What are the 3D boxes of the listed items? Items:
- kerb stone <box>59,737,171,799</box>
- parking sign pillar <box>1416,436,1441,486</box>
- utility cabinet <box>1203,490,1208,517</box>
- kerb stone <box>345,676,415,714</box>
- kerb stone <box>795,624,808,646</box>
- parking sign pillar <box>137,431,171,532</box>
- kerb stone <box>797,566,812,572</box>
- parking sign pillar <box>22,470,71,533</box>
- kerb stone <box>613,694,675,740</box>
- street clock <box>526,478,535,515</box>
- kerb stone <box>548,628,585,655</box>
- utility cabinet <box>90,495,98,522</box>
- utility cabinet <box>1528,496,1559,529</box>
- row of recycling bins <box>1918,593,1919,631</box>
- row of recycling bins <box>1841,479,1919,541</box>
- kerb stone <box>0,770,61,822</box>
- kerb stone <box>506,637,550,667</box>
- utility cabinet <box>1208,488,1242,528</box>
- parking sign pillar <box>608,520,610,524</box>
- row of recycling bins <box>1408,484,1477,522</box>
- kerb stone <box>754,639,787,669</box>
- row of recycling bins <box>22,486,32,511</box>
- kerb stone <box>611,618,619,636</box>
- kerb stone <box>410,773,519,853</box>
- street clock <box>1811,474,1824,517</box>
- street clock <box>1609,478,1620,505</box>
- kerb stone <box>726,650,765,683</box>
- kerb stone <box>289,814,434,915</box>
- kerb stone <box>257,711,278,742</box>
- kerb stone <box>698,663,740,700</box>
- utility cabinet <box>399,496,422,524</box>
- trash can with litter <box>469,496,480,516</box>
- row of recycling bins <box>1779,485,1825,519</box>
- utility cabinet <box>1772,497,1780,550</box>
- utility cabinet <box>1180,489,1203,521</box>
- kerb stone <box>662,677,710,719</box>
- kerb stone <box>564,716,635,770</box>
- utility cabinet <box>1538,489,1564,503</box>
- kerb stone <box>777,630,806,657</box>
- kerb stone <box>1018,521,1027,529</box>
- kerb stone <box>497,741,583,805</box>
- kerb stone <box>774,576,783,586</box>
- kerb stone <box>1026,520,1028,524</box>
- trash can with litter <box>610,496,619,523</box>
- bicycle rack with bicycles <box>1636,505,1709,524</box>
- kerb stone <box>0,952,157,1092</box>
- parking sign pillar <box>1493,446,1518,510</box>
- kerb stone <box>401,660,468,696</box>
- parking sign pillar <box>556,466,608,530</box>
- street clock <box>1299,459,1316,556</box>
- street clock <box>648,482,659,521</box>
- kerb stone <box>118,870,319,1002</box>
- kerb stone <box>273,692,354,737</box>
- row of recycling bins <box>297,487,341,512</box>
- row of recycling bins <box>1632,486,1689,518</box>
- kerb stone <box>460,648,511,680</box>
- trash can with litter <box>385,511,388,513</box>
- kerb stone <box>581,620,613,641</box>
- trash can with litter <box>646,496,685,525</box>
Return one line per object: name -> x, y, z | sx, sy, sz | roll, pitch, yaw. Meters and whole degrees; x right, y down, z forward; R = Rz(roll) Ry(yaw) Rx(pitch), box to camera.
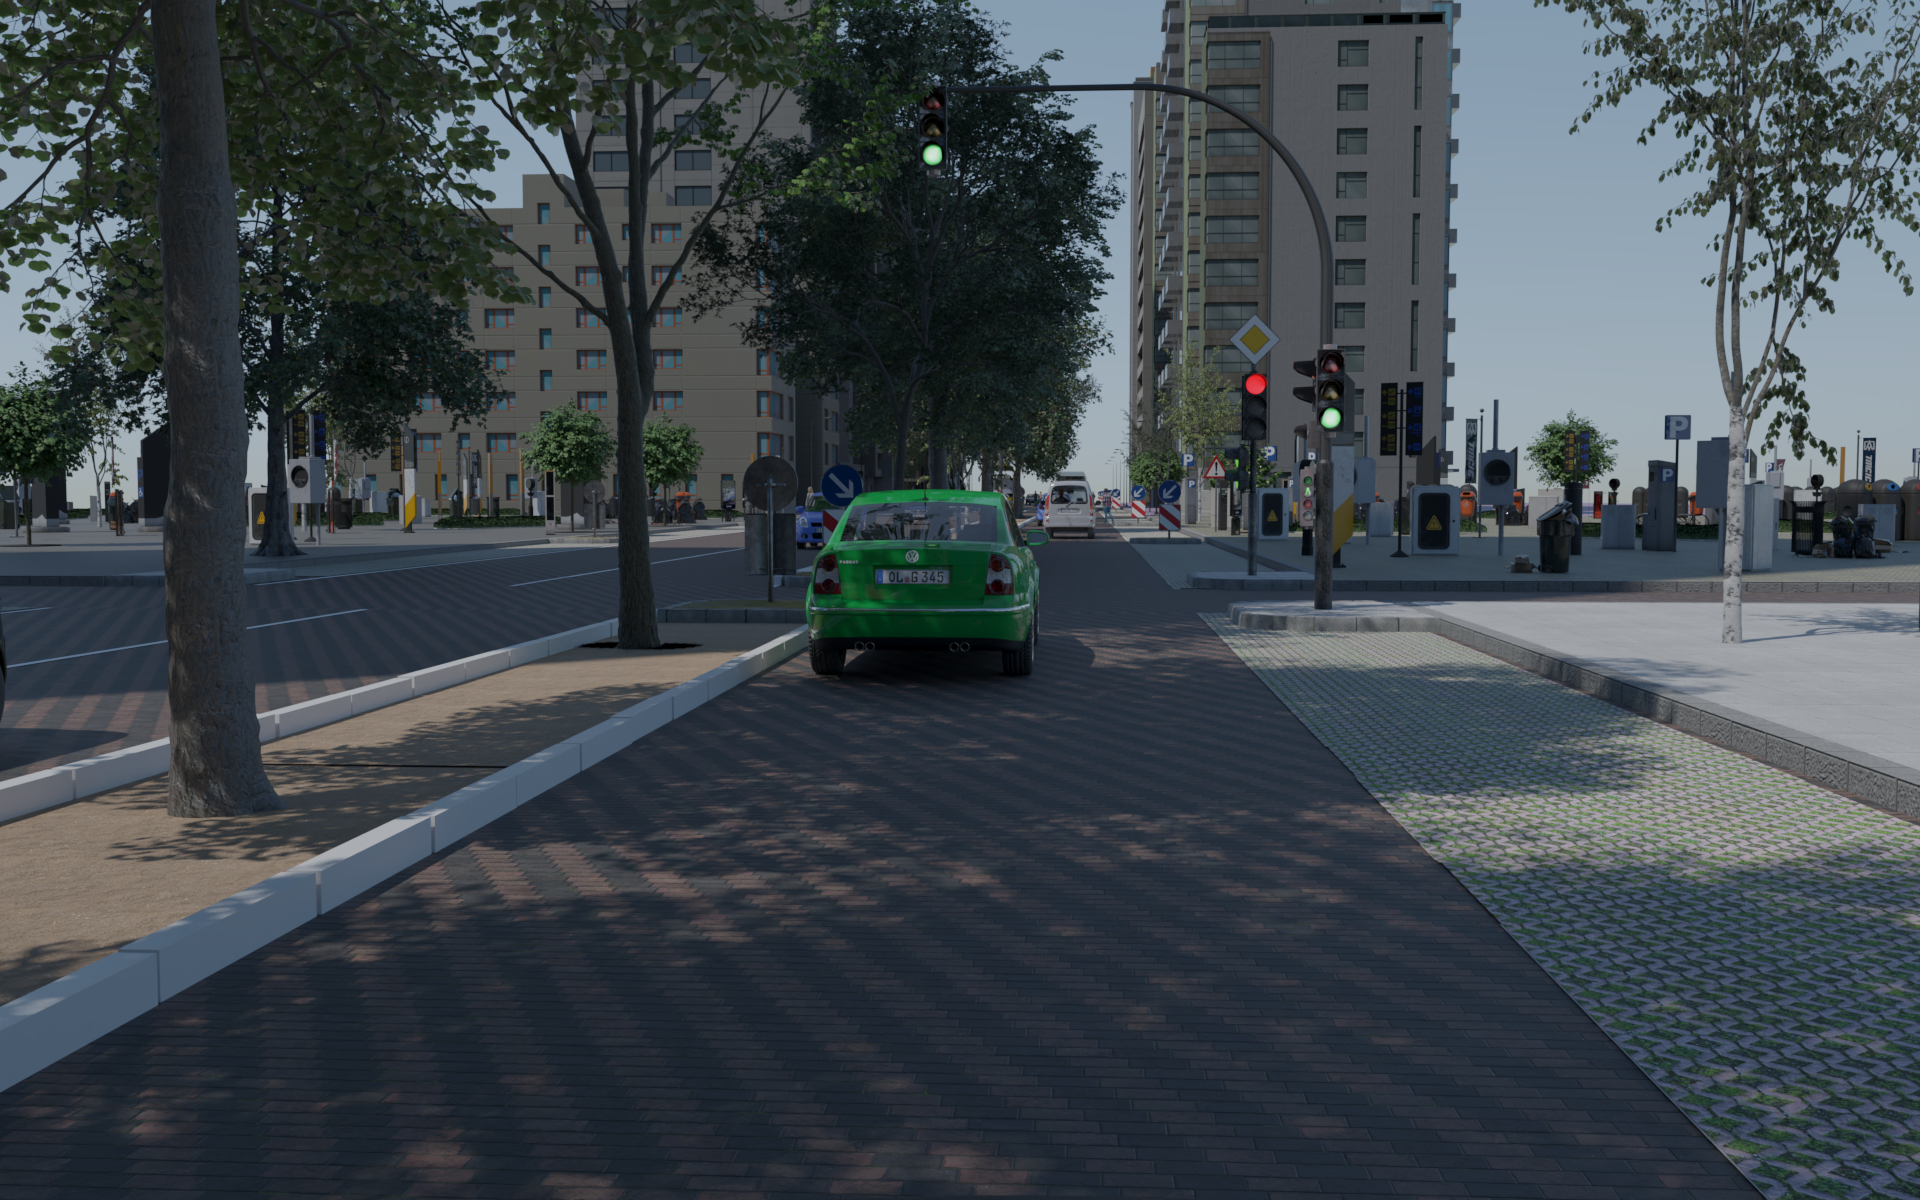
kerb stone -> -4.150, 0.832, 8.585 | 0.120, 0.150, 1.000 | 0, 4, 4
parking sign pillar -> 21.912, -5.663, 81.059 | 1.447, 3.967, 1.447 | -1, 4, -22
utility cabinet -> 13.572, -5.351, 96.160 | 1.173, 1.500, 0.318 | 3, 5, 44
kerb stone -> -3.938, 0.654, 11.652 | 0.120, 0.150, 1.000 | 0, 4, 4
kerb stone -> -1.485, 0.340, 16.628 | 0.120, 0.150, 1.000 | 0, 4, 4
parking sign pillar -> -27.341, -4.320, 59.106 | 1.447, 3.967, 1.447 | 3, 4, 38
kerb stone -> -2.671, -0.453, 29.603 | 0.120, 0.150, 1.000 | 0, 4, 4
parking sign pillar -> -30.658, -4.252, 57.993 | 1.447, 3.967, 1.447 | 3, 5, 44
kerb stone -> -1.919, 0.717, 10.477 | 0.120, 0.150, 1.000 | 0, 4, 4
street clock -> -19.929, -4.638, 80.400 | 0.358, 2.002, 0.471 | -3, 5, -44
kerb stone -> -3.641, 0.394, 15.756 | 0.120, 0.150, 1.000 | 0, 4, 4
utility cabinet -> -40.708, -4.297, 81.425 | 0.306, 1.237, 1.020 | -2, 4, -24
utility cabinet -> 21.398, -3.201, 63.506 | 1.020, 1.237, 0.306 | 2, 4, 30
row of recycling bins -> 10.080, -0.586, 16.696 | 1.069, 1.692, 3.534 | 3, 5, 43
row of recycling bins -> 25.770, -2.472, 47.525 | 3.534, 1.692, 1.069 | 0, 4, -6
kerb stone -> -4.223, 0.895, 7.563 | 0.120, 0.150, 1.000 | 0, 4, 4
kerb stone -> -3.718, 0.457, 14.725 | 0.120, 0.150, 1.000 | 0, 4, 4
utility cabinet -> 9.997, -3.440, 64.925 | 1.173, 1.500, 0.318 | 3, 4, 38
parking sign pillar -> -15.777, -5.252, 74.336 | 1.447, 3.967, 1.447 | 0, 4, 4
row of recycling bins -> 20.192, -4.005, 72.601 | 1.069, 1.692, 3.534 | -2, 4, -32
kerb stone -> -1.623, 0.470, 14.563 | 0.120, 0.150, 1.000 | 0, 4, 4
row of recycling bins -> -48.774, -5.089, 90.310 | 1.069, 1.692, 3.534 | 0, 4, -1
kerb stone -> -3.499, 0.269, 17.806 | 0.120, 0.150, 1.000 | 0, 4, 4
kerb stone -> -2.121, 0.906, 7.417 | 0.120, 0.150, 1.000 | 0, 4, 4
street clock -> 31.343, -3.596, 63.360 | 0.358, 2.002, 0.471 | -1, 4, -8
street clock -> 30.133, -4.600, 79.782 | 0.358, 2.002, 0.471 | -2, 4, -30
kerb stone -> -1.700, 0.529, 13.540 | 0.120, 0.150, 1.000 | 0, 4, 4
kerb stone -> -2.199, 0.966, 6.397 | 0.120, 0.150, 1.000 | 0, 4, 4
kerb stone -> -4.088, 0.770, 9.606 | 0.120, 0.150, 1.000 | 0, 4, 4
kerb stone -> -1.768, 0.596, 12.519 | 0.120, 0.150, 1.000 | 0, 4, 4
utility cabinet -> -23.582, -3.865, 74.359 | 0.306, 1.237, 1.020 | 2, 4, 31
trash can with litter -> -23.092, -4.299, 81.344 | 2.233, 1.210, 1.678 | 1, 4, 14
row of recycling bins -> 45.390, -5.166, 91.573 | 3.534, 1.692, 1.069 | -1, 4, -11
utility cabinet -> 18.731, -1.773, 40.147 | 0.306, 1.237, 1.020 | 3, 4, 36
utility cabinet -> 11.007, -4.546, 83.003 | 0.318, 1.500, 1.173 | -2, 4, -33
kerb stone -> -1.841, 0.658, 11.499 | 0.120, 0.150, 1.000 | 0, 4, 4
kerb stone -> -1.980, 0.785, 9.456 | 0.120, 0.150, 1.000 | 0, 4, 4
utility cabinet -> 25.844, -4.093, 75.598 | 0.318, 1.500, 1.173 | -3, 5, -44
kerb stone -> -1.552, 0.406, 15.592 | 0.120, 0.150, 1.000 | 0, 4, 4
kerb stone -> 2.807, -3.383, 77.506 | 0.120, 0.150, 1.000 | 0, 4, 4
kerb stone -> -2.054, 0.847, 8.437 | 0.120, 0.150, 1.000 | 0, 4, 4
kerb stone -> -2.822, -0.328, 27.559 | 0.120, 0.150, 1.000 | 0, 4, 4
kerb stone -> 2.872, -3.446, 78.530 | 0.120, 0.150, 1.000 | 0, 4, 4
trash can with litter -> -15.665, -4.014, 76.688 | 2.233, 1.210, 1.678 | -3, 5, -40
bicycle rack with bicycles -> 23.418, -2.722, 57.880 | 2.925, 0.926, 2.852 | 2, 4, 25
kerb stone -> -2.343, 1.094, 4.358 | 0.120, 0.150, 1.000 | 0, 4, 4
parking sign pillar -> 30.728, -6.674, 97.588 | 1.447, 3.967, 1.447 | -1, 4, -18
kerb stone -> -3.863, 0.582, 12.685 | 0.120, 0.150, 1.000 | 0, 4, 4
parking sign pillar -> -13.935, -4.550, 62.871 | 1.447, 3.967, 1.447 | 3, 4, 39
street clock -> 7.254, -1.929, 36.107 | 0.358, 2.002, 0.471 | 2, 4, 33
street clock -> -14.718, -4.813, 83.270 | 0.471, 2.002, 0.358 | 1, 4, 11
kerb stone -> -2.277, 1.029, 5.378 | 0.120, 0.150, 1.000 | 0, 4, 4
kerb stone -> -4.005, 0.713, 10.631 | 0.120, 0.150, 1.000 | 0, 4, 4
row of recycling bins -> -36.689, -5.591, 98.522 | 3.534, 1.692, 1.069 | 2, 4, 24
row of recycling bins -> 37.806, -5.289, 93.595 | 1.069, 1.692, 3.534 | -2, 4, -27
kerb stone -> -3.794, 0.519, 13.705 | 0.120, 0.150, 1.000 | 0, 4, 4
trash can with litter -> -31.500, -5.174, 95.986 | 1.055, 1.170, 0.624 | -3, 5, -39
kerb stone -> -3.583, 0.334, 16.781 | 0.120, 0.150, 1.000 | 0, 4, 4
trash can with litter -> -12.565, -3.743, 72.248 | 2.233, 1.210, 1.678 | -1, 4, -16
